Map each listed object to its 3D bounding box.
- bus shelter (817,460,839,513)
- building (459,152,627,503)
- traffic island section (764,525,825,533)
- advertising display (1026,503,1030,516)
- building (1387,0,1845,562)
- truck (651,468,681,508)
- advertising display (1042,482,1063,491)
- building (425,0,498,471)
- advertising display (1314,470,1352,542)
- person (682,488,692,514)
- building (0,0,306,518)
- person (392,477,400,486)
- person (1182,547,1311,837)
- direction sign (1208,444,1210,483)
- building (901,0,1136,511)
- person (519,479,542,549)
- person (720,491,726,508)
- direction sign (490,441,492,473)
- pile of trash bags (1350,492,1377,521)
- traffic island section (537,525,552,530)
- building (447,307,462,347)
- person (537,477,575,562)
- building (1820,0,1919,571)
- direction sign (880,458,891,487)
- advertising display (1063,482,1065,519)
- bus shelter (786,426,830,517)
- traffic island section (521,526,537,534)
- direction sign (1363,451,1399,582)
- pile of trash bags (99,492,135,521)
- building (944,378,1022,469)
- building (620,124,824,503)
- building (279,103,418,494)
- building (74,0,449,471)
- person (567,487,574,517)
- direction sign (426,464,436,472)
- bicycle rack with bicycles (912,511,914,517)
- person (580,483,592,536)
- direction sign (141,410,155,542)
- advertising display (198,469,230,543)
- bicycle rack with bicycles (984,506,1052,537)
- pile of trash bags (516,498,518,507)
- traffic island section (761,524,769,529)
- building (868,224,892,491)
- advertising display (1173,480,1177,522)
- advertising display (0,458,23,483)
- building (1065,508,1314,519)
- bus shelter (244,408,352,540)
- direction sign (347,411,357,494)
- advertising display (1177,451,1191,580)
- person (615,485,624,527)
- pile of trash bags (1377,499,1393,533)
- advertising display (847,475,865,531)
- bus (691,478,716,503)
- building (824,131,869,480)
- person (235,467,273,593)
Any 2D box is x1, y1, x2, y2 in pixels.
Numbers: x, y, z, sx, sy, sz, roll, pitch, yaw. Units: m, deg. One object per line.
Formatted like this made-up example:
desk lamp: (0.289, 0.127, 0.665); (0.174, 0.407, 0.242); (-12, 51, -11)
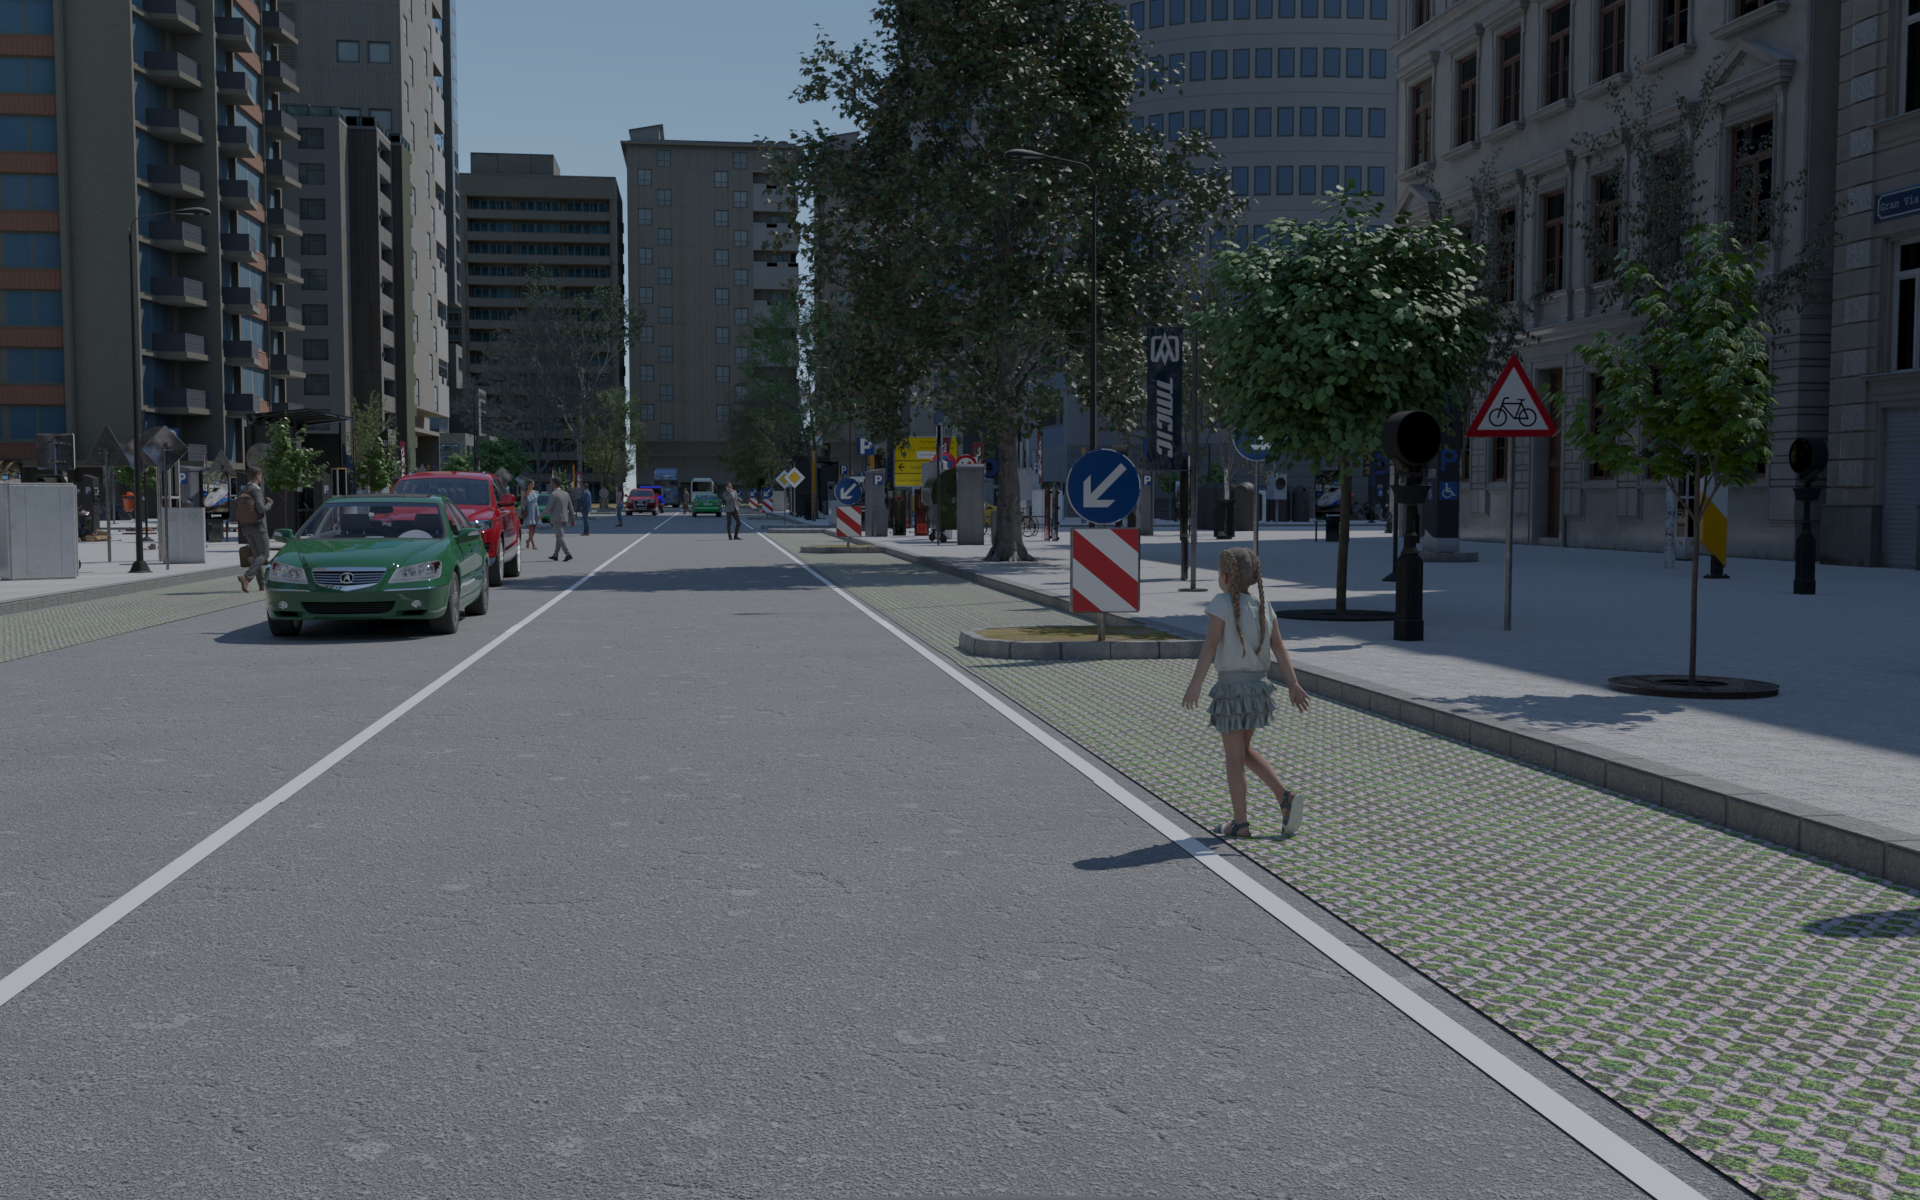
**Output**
bus shelter: (-9.344, -7.819, 119.131); (1.731, 3.624, 6.357); (-1, 4, -8)
building: (-59.458, -38.262, 249.280); (21.600, 48.544, 21.300); (-1, 4, -8)
traffic island section: (-6.085, -2.553, 64.026); (2.009, 0.180, 2.903); (-1, 4, -8)
advertising display: (3.487, -5.070, 88.108); (0.974, 1.923, 0.123); (2, 4, 31)
building: (19.341, -12.625, 42.583); (11.583, 22.565, 21.152); (-1, 4, -8)
truck: (-31.396, -12.008, 186.089); (2.967, 4.110, 18.799); (-1, 4, -8)
advertising display: (4.701, -5.149, 89.394); (0.974, 1.923, 0.123); (1, 4, 16)
building: (-67.574, -53.585, 188.780); (31.000, 86.520, 22.319); (-1, 4, -8)
advertising display: (10.008, -2.525, 46.503); (0.974, 1.923, 0.123); (1, 4, 8)
person: (-19.225, -6.939, 121.911); (0.822, 1.834, 0.622); (-2, 4, -29)
building: (-51.836, -27.327, 101.414); (22.147, 44.769, 28.867); (-1, 4, -8)
person: (-12.056, -1.724, 36.954); (0.850, 1.792, 0.678); (-1, 4, -17)
person: (1.165, 0.390, 7.145); (0.505, 1.210, 0.382); (-2, 4, -34)
direction sign: (11.251, -5.274, 78.219); (0.379, 3.537, 0.876); (0, 4, 4)
building: (4.190, -38.693, 174.629); (21.231, 58.520, 28.212); (-1, 4, -8)
person: (-11.147, -2.215, 44.812); (0.616, 1.811, 0.778); (-3, 4, -37)
person: (-24.063, -10.272, 177.174); (1.217, 1.743, 0.721); (0, 4, 4)
direction sign: (-20.305, -5.076, 74.985); (0.379, 3.537, 0.876); (-1, 4, -15)
pile of trash bags: (19.576, -4.625, 85.368); (1.912, 1.369, 3.447); (0, 4, -4)
traffic island section: (-17.681, -2.943, 70.396); (2.009, 0.180, 2.903); (-1, 4, -8)
building: (-82.867, -34.252, 251.895); (23.993, 40.220, 32.217); (-1, 4, -8)
person: (-8.555, -1.723, 36.942); (0.850, 1.792, 0.678); (2, 4, 32)
building: (23.017, -13.598, 19.597); (12.463, 27.353, 25.104); (-1, 4, -8)
direction sign: (-4.643, -7.142, 108.766); (0.876, 3.537, 0.379); (2, 4, 28)
advertising display: (5.426, -5.223, 90.602); (0.123, 1.923, 0.974); (0, 4, 5)
bus shelter: (-8.802, -7.449, 99.428); (2.179, 5.291, 8.768); (-1, 4, -8)
traffic island section: (-16.515, -2.460, 62.497); (2.009, 0.180, 2.903); (-1, 4, -8)
direction sign: (6.401, -2.042, 25.384); (0.876, 3.537, 0.379); (3, 5, 43)
pile of trash bags: (-40.754, -4.508, 83.457); (3.447, 1.369, 1.912); (3, 4, 37)
building: (11.975, -49.683, 124.991); (22.319, 86.520, 31.000); (-1, 4, -8)
building: (-35.258, -40.775, 255.916); (27.495, 52.752, 28.713); (-1, 4, -8)
building: (-49.898, -22.030, 131.886); (14.160, 30.474, 14.107); (-1, 4, -8)
building: (-60.809, -34.480, 152.983); (28.713, 52.752, 27.495); (-1, 4, -8)
person: (-21.800, -5.420, 97.098); (0.573, 1.828, 0.580); (1, 4, 23)
direction sign: (-39.296, -8.366, 128.774); (0.379, 3.537, 0.876); (3, 4, 38)
bicycle rack with bicycles: (-2.134, -5.033, 95.667); (2.925, 0.926, 2.852); (0, 4, 5)
person: (-12.873, -3.113, 59.574); (0.419, 1.800, 0.721); (-1, 4, -13)
direction sign: (-22.028, -3.353, 46.813); (0.379, 3.537, 0.876); (-2, 4, -30)
advertising display: (-19.702, -2.481, 45.780); (0.123, 1.923, 0.974); (1, 4, 19)
bicycle rack with bicycles: (1.536, -2.395, 52.541); (2.852, 0.926, 2.925); (-2, 4, -31)
pile of trash bags: (-37.322, -8.016, 140.811); (1.912, 1.369, 3.447); (2, 4, 30)
traffic island section: (-7.252, -3.036, 71.926); (2.009, 0.180, 2.903); (-1, 4, -8)
building: (1.014, -35.266, 200.296); (21.300, 48.544, 21.600); (-1, 4, -8)
advertising display: (10.059, -4.601, 80.443); (0.123, 1.923, 0.974); (1, 4, 20)
advertising display: (-17.191, -1.579, 31.038); (0.123, 1.923, 0.974); (1, 4, 14)
building: (19.041, -34.091, 99.390); (28.212, 58.520, 21.231); (-1, 4, -8)
bus shelter: (-19.082, -3.609, 50.284); (1.731, 3.624, 6.357); (-1, 4, -8)
direction sign: (-16.701, -3.414, 47.815); (0.379, 3.537, 0.876); (-1, 4, -16)
advertising display: (3.400, -1.279, 26.133); (0.123, 1.923, 0.974); (1, 4, 10)
person: (-14.981, -4.148, 76.327); (0.388, 1.821, 0.555); (0, 4, 3)
pile of trash bags: (15.800, -2.881, 56.861); (3.447, 1.369, 1.912); (-1, 4, -20)
advertising display: (-3.400, -3.322, 59.522); (0.974, 1.923, 0.123); (-1, 4, -22)
bus: (-30.913, -13.057, 208.336); (2.948, 3.499, 13.247); (0, 4, -8)
building: (-8.133, -41.052, 260.433); (27.495, 52.752, 28.713); (-1, 4, -8)
person: (-10.320, -1.029, 25.289); (0.622, 1.834, 0.822); (2, 4, 26)
